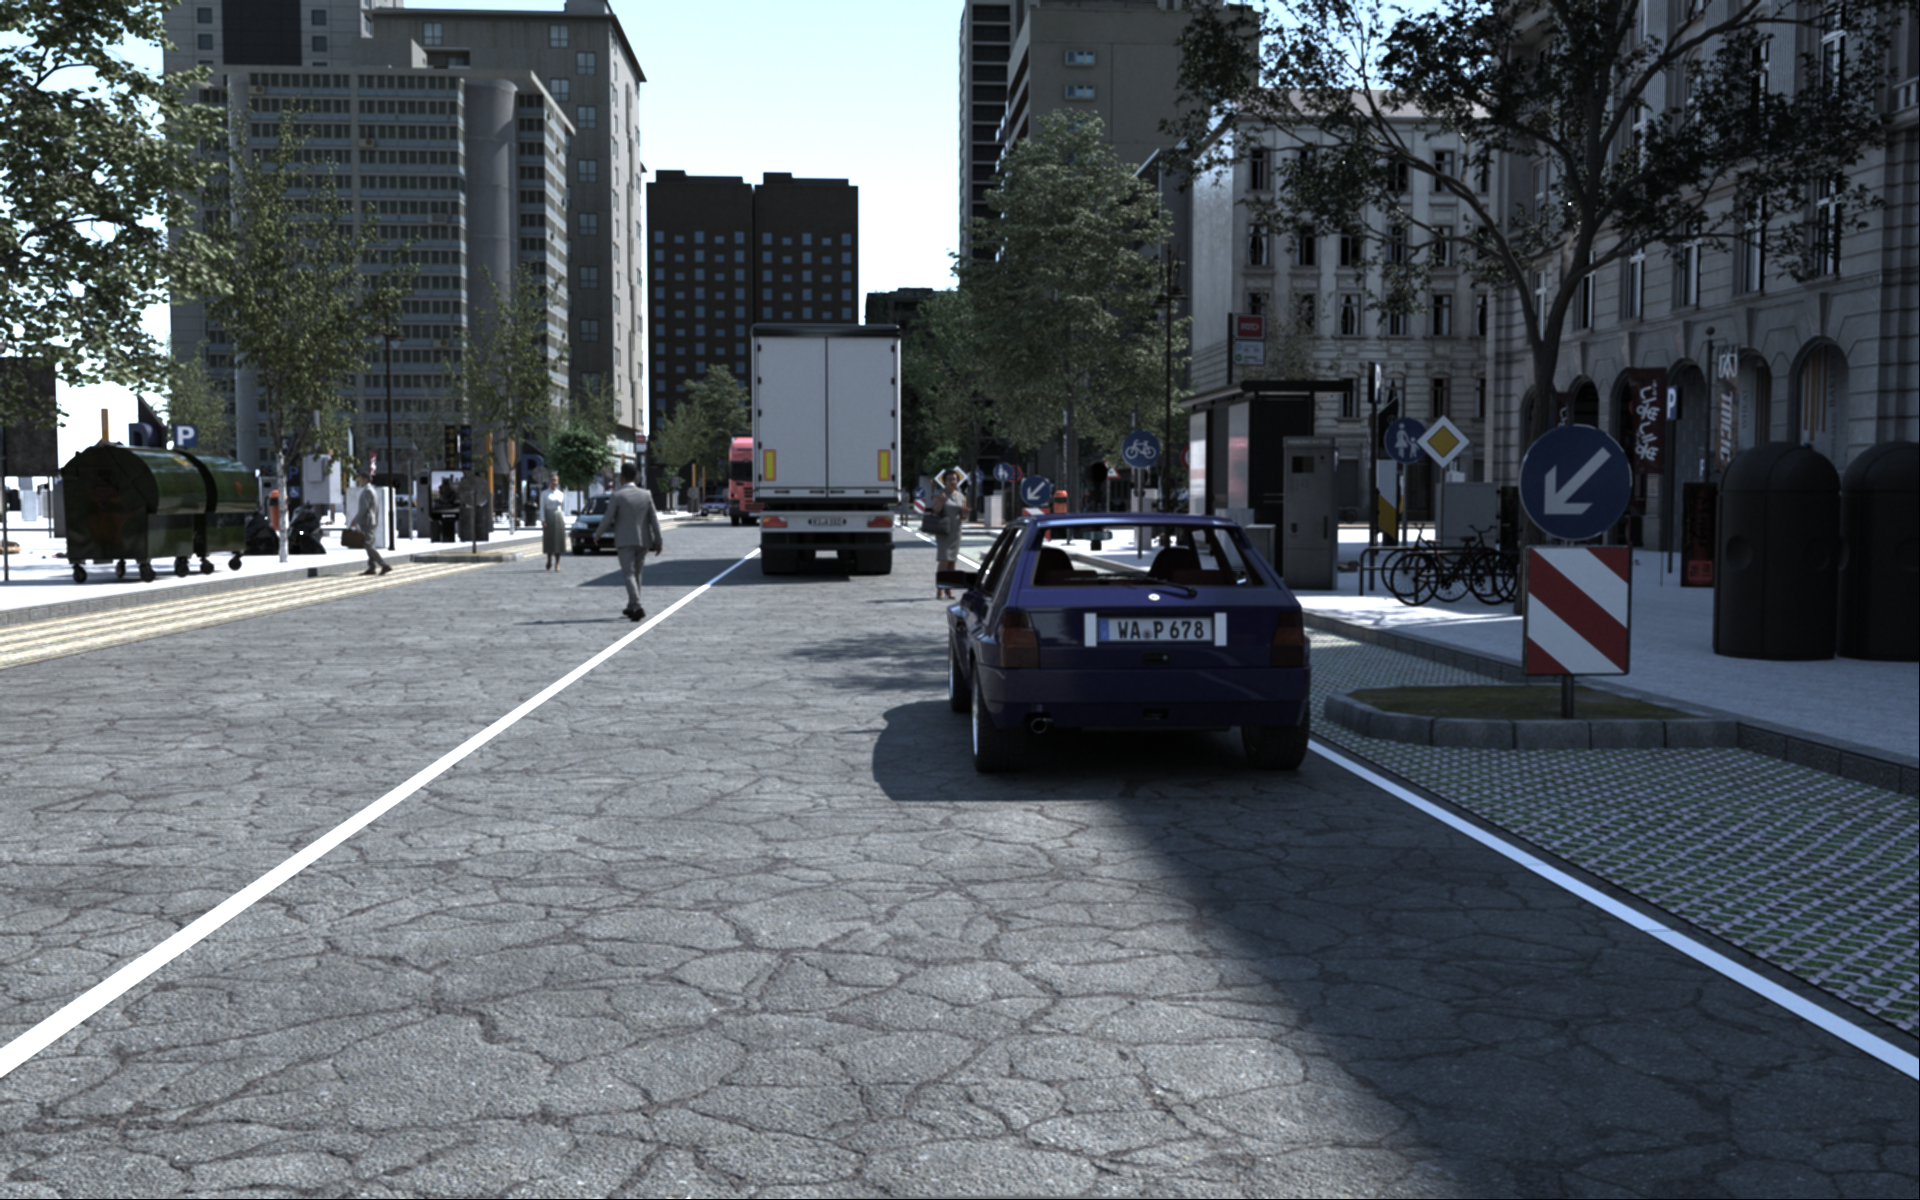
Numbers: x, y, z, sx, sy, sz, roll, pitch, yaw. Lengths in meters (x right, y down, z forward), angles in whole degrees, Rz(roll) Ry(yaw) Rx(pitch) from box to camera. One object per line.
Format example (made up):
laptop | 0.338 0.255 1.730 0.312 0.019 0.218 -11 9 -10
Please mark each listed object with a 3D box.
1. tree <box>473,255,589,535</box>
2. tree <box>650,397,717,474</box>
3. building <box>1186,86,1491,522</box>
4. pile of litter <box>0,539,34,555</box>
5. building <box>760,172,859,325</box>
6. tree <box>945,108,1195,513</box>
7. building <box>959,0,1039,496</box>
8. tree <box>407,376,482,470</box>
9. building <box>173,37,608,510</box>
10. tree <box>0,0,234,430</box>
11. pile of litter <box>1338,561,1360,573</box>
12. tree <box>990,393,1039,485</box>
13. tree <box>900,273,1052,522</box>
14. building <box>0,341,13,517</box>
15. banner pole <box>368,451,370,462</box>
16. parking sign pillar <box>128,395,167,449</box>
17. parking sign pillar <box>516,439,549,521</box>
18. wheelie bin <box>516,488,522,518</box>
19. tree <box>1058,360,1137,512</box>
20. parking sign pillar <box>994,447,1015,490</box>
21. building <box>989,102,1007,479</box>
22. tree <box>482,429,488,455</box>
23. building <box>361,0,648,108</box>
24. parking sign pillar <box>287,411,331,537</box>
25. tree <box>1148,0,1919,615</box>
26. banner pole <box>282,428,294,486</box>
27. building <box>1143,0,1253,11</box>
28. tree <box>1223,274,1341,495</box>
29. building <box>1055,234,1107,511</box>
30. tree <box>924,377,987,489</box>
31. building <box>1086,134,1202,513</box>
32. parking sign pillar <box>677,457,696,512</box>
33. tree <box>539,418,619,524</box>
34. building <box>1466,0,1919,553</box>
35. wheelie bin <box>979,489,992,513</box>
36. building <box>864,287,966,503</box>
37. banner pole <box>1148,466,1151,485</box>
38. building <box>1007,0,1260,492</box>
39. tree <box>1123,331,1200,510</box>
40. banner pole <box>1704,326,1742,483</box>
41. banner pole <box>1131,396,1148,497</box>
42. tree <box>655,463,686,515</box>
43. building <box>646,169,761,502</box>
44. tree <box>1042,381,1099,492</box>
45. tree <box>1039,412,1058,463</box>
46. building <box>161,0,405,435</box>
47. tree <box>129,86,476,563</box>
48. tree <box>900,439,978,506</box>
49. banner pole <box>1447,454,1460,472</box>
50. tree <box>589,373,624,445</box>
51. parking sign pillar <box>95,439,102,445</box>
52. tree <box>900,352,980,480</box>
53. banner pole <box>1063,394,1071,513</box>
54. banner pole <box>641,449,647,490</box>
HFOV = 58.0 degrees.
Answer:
tree | -14.044 -6.330 53.851 4.737 8.622 4.395 0 3 0
tree | -20.591 -11.061 131.203 4.737 8.622 4.395 0 3 0
building | 21.006 -14.421 84.930 18.267 20.994 9.793 0 4 -4
pile of litter | -20.521 -1.393 36.738 1.176 0.858 1.719 3 5 42
building | -21.356 -36.311 243.798 14.200 45.320 14.600 0 4 -4
tree | 3.010 -8.189 52.022 7.486 12.596 7.792 0 3 0
building | 10.643 -49.555 248.474 20.611 71.187 20.563 0 4 -4
tree | -32.675 -9.571 106.854 4.360 8.622 3.978 0 3 0
building | -47.847 -28.142 152.008 32.217 40.220 23.993 0 4 -4
tree | -12.005 -6.151 18.701 7.486 12.596 7.792 0 3 0
pile of litter | 6.134 -0.925 29.094 1.176 0.858 1.719 1 4 12
tree | 4.266 -10.762 126.326 4.360 8.622 3.978 0 3 0
tree | 0.756 -9.448 80.222 9.928 11.665 9.643 0 3 0
building | -35.261 -12.494 40.428 21.152 22.565 11.583 0 4 -4
banner pole | -34.439 -6.815 101.444 0.401 3.779 0.863 1 4 12
parking sign pillar | -21.996 -3.577 46.950 1.447 3.967 1.447 3 4 38
parking sign pillar | -20.633 -5.848 84.081 1.447 3.967 1.447 1 4 9
wheelie bin | -23.290 -5.089 91.109 0.693 1.594 0.980 -1 4 -10
tree | 7.910 -8.731 93.108 4.360 8.622 3.978 0 3 0
parking sign pillar | 2.555 -6.561 95.736 1.447 3.967 1.447 1 4 14
building | 15.802 -35.140 194.155 23.786 49.044 30.456 0 4 -4
tree | -36.748 -10.818 127.244 4.360 8.622 3.978 0 3 0
building | -49.513 -36.757 190.217 27.495 52.752 28.713 0 4 -4
parking sign pillar | -19.780 -3.897 52.189 1.447 3.967 1.447 0 4 5
tree | 5.906 -5.099 17.783 8.767 10.594 7.601 1 4 18
banner pole | -25.638 -4.657 66.155 0.863 3.779 0.401 0 4 6
building | 31.487 -49.648 249.989 20.611 71.187 20.563 0 4 -4
tree | 10.891 -6.622 58.635 4.360 8.622 3.978 0 3 0
building | 13.349 -18.694 134.524 11.050 23.489 19.941 0 4 -4
tree | -0.421 -9.738 109.574 4.737 8.622 4.395 0 3 0
building | 17.042 -17.777 109.728 14.314 24.678 30.058 0 4 -4
parking sign pillar | -19.975 -8.452 126.668 1.447 3.967 1.447 -2 4 -28
tree | -16.318 -5.502 73.673 4.285 4.588 4.351 0 3 0
building | 21.444 -11.957 37.303 13.314 21.916 24.055 0 4 -4
wheelie bin | 1.699 -6.685 117.215 0.980 1.594 0.693 -3 4 -38
building | -6.466 -28.952 245.067 14.107 30.474 14.160 0 4 -4
banner pole | 6.523 -4.335 60.892 0.401 3.779 0.863 -1 4 -19
building | 16.188 -33.300 168.157 21.300 48.544 21.600 0 4 -4
tree | 9.099 -7.805 77.972 4.737 8.622 4.395 0 3 0
banner pole | 11.274 -2.186 25.762 0.401 3.779 0.863 -1 4 -17
banner pole | 4.475 -3.331 44.483 0.401 3.779 0.863 0 4 -5
tree | -18.843 -7.204 112.392 1.663 3.219 1.824 0 3 0
building | -35.752 -36.206 242.085 14.200 45.320 14.600 0 4 -4
tree | 6.930 -9.717 109.233 4.737 8.622 4.395 0 3 0
tree | 7.392 -9.409 104.199 4.360 8.622 3.978 0 3 0
building | -73.816 -46.132 192.516 20.611 71.187 20.563 0 4 -4
tree | -12.405 -4.993 31.998 4.737 8.622 4.395 0 3 0
tree | -0.674 -7.210 101.591 4.285 4.588 4.351 0 3 0
banner pole | 22.511 -5.456 79.220 0.863 3.779 0.401 -1 4 -21
tree | -22.224 -9.407 104.164 4.737 8.622 4.395 0 3 0
parking sign pillar | -41.770 -5.804 83.365 1.447 3.967 1.447 1 4 8
tree | -3.069 -13.381 135.789 9.611 12.733 9.660 0 3 0
banner pole | 2.681 -3.277 43.591 0.401 3.779 0.863 -1 4 -9
banner pole | -17.601 -6.520 96.614 0.401 3.779 0.863 -3 4 -36
